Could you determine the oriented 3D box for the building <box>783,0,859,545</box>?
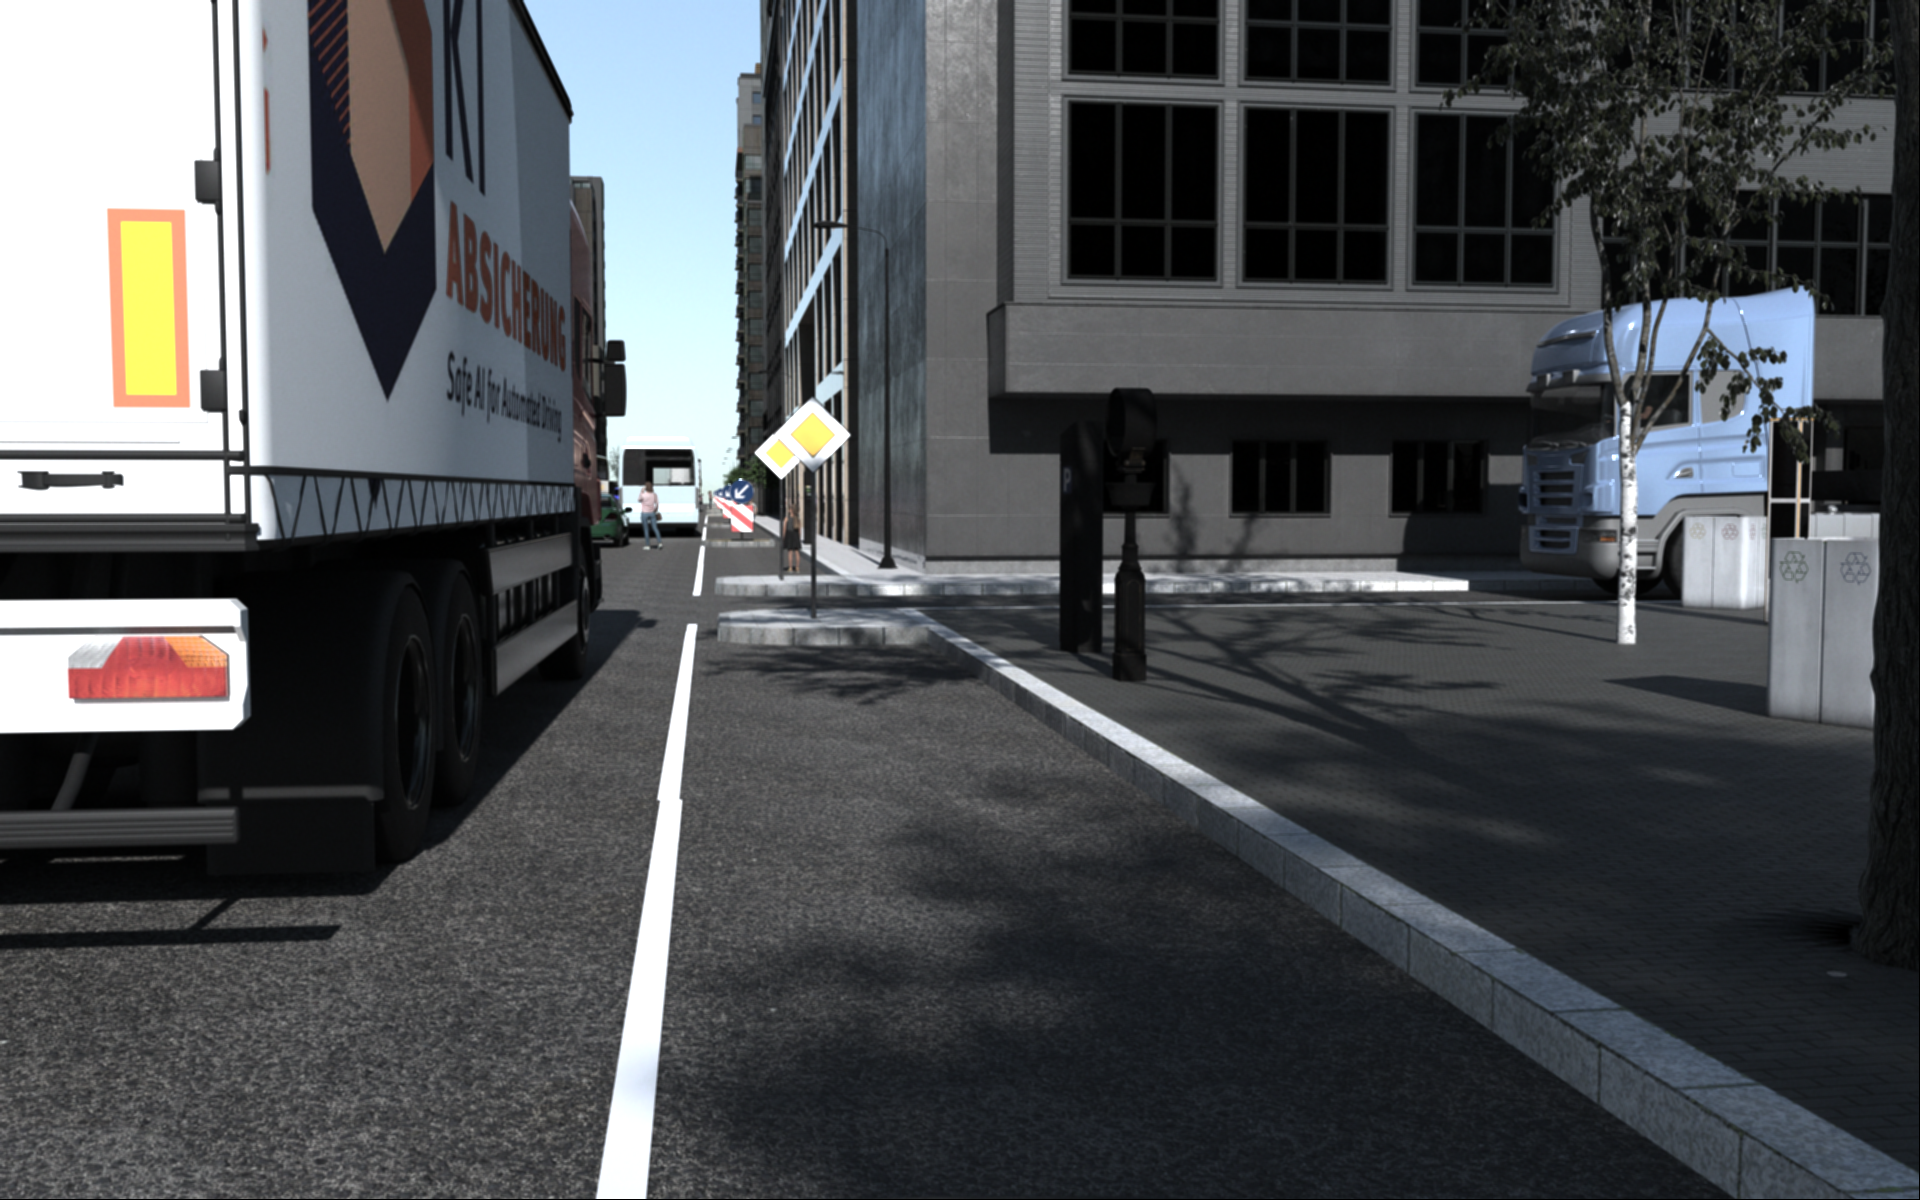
[{"bbox_3d":[4.150,-15.696,61.146,19.350,26.468,34.151,-1,4,-8],"label":"building"}]

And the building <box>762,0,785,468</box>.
[{"bbox_3d":[-2.617,-18.101,89.459,14.314,27.812,24.014,-1,4,-8],"label":"building"}]

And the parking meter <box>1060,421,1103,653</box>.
[{"bbox_3d":[0.987,-0.515,14.128,0.255,1.863,0.399,-1,4,-17],"label":"parking meter"}]

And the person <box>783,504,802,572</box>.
[{"bbox_3d":[-3.091,-1.138,31.781,0.362,1.253,0.373,-1,4,-22],"label":"person"}]

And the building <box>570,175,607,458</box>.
[{"bbox_3d":[-51.706,-32.561,215.961,14.154,41.232,14.086,-1,4,-8],"label":"building"}]

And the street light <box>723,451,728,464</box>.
[{"bbox_3d":[-24.547,-13.114,186.948,1.470,5.913,1.316,-1,4,-8],"label":"street light"}]

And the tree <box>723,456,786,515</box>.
[{"bbox_3d":[-11.853,-7.664,109.016,4.285,4.588,4.351,0,3,0],"label":"tree"}]

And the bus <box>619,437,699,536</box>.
[{"bbox_3d":[-10.895,-4.137,62.496,2.948,3.499,13.247,-1,4,-10],"label":"bus"}]

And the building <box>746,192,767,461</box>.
[{"bbox_3d":[-13.720,-24.299,168.984,14.160,30.474,14.107,-1,4,-8],"label":"building"}]

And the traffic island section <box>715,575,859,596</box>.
[{"bbox_3d":[-2.629,-0.214,25.773,2.009,0.180,2.903,-1,4,-8],"label":"traffic island section"}]

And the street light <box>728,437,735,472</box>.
[{"bbox_3d":[-17.848,-10.287,140.725,1.470,5.913,1.316,-1,4,-8],"label":"street light"}]

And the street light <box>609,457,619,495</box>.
[{"bbox_3d":[-43.516,-14.979,217.447,1.470,5.913,1.316,-1,4,-8],"label":"street light"}]

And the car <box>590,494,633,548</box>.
[{"bbox_3d":[-10.135,-2.199,47.752,2.131,1.459,4.920,0,4,-8],"label":"car"}]

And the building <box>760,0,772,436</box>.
[{"bbox_3d":[-3.177,-34.227,148.845,28.713,52.752,27.495,-1,4,-8],"label":"building"}]

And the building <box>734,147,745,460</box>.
[{"bbox_3d":[-16.929,-34.400,217.070,22.147,44.769,28.867,-1,4,-8],"label":"building"}]

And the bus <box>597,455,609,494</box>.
[{"bbox_3d":[-20.678,-6.216,93.182,2.896,3.916,12.252,0,4,-7],"label":"bus"}]

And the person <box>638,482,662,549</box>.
[{"bbox_3d":[-7.965,-2.181,44.743,0.593,1.750,0.643,-2,4,-31],"label":"person"}]

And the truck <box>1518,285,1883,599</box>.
[{"bbox_3d":[16.511,-2.092,23.968,18.799,4.110,2.967,0,4,-6],"label":"truck"}]

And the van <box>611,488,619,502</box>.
[{"bbox_3d":[-30.828,-9.469,159.198,2.240,2.365,5.245,0,4,-7],"label":"van"}]

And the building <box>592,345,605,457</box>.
[{"bbox_3d":[-54.748,-21.328,193.758,27.650,21.520,28.899,-1,4,-8],"label":"building"}]

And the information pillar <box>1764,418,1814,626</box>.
[{"bbox_3d":[8.044,-0.754,16.814,0.304,2.012,0.304,-3,5,-44],"label":"information pillar"}]

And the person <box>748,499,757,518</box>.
[{"bbox_3d":[-8.657,-3.612,72.238,0.352,1.250,0.332,-1,4,-22],"label":"person"}]

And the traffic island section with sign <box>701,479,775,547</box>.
[{"bbox_3d":[-6.143,-2.397,47.814,1.989,1.847,2.006,-1,4,-8],"label":"traffic island section with sign"}]

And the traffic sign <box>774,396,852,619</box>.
[{"bbox_3d":[-1.509,-0.865,17.789,0.795,2.450,0.064,-1,4,-8],"label":"traffic sign"}]

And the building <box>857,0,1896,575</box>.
[{"bbox_3d":[13.440,-13.153,34.124,30.058,24.678,14.314,-1,4,-8],"label":"building"}]

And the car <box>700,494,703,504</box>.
[{"bbox_3d":[-37.148,-14.323,242.845,2.281,1.827,5.304,0,4,-7],"label":"car"}]

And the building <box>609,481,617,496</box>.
[{"bbox_3d":[-63.226,-33.173,234.257,32.217,40.220,23.993,-1,4,-8],"label":"building"}]

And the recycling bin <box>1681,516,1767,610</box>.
[{"bbox_3d":[8.643,-0.429,19.566,0.722,1.027,0.722,3,5,45],"label":"recycling bin"}]

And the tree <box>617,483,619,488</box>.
[{"bbox_3d":[-49.755,-15.689,251.115,1.663,3.219,1.824,0,3,0],"label":"tree"}]

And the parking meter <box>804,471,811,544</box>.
[{"bbox_3d":[-3.846,-2.355,44.219,0.255,1.863,0.399,-1,4,-11],"label":"parking meter"}]

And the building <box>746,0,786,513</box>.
[{"bbox_3d":[-4.996,-41.911,123.493,20.563,71.187,20.611,-1,4,-8],"label":"building"}]

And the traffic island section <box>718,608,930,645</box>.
[{"bbox_3d":[-1.487,0.270,17.869,2.009,0.180,2.903,-1,4,-8],"label":"traffic island section"}]

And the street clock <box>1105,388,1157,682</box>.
[{"bbox_3d":[1.168,-0.448,11.889,0.358,2.002,0.471,-1,4,-12],"label":"street clock"}]

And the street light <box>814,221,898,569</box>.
[{"bbox_3d":[-1.787,-3.494,29.672,1.470,5.913,1.316,-1,4,-8],"label":"street light"}]

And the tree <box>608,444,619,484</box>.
[{"bbox_3d":[-50.314,-18.725,256.522,4.360,8.622,3.978,0,3,0],"label":"tree"}]

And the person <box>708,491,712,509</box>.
[{"bbox_3d":[-23.958,-9.639,166.815,0.721,1.743,1.217,0,4,-3],"label":"person"}]

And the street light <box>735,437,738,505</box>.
[{"bbox_3d":[-12.756,-8.129,105.442,1.470,5.913,1.316,-1,4,-8],"label":"street light"}]

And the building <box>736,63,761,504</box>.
[{"bbox_3d":[-20.756,-43.006,245.148,21.231,58.520,28.212,-1,4,-8],"label":"building"}]

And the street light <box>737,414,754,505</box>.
[{"bbox_3d":[-11.963,-7.810,100.240,1.470,5.913,1.316,-1,4,-8],"label":"street light"}]

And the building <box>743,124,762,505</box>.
[{"bbox_3d":[-17.293,-31.290,195.187,14.154,41.232,14.086,-1,4,-8],"label":"building"}]

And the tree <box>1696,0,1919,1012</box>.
[{"bbox_3d":[2.748,-4.823,4.612,9.928,11.665,9.643,0,3,0],"label":"tree"}]

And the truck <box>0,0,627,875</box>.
[{"bbox_3d":[-3.675,-1.281,9.859,2.839,4.237,11.283,0,4,-7],"label":"truck"}]

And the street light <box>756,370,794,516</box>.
[{"bbox_3d":[-6.835,-5.653,64.962,1.470,5.913,1.316,-1,4,-8],"label":"street light"}]

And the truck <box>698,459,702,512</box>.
[{"bbox_3d":[-22.915,-9.510,144.399,2.839,4.237,11.283,-1,4,-9],"label":"truck"}]

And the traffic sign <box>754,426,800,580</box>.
[{"bbox_3d":[-2.652,-1.349,25.692,0.795,2.450,0.064,-1,4,-8],"label":"traffic sign"}]

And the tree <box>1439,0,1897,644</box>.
[{"bbox_3d":[5.743,-3.916,14.391,4.360,8.622,3.978,0,3,0],"label":"tree"}]

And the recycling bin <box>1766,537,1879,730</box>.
[{"bbox_3d":[5.110,0.167,9.817,0.722,1.027,0.722,-2,4,-30],"label":"recycling bin"}]
